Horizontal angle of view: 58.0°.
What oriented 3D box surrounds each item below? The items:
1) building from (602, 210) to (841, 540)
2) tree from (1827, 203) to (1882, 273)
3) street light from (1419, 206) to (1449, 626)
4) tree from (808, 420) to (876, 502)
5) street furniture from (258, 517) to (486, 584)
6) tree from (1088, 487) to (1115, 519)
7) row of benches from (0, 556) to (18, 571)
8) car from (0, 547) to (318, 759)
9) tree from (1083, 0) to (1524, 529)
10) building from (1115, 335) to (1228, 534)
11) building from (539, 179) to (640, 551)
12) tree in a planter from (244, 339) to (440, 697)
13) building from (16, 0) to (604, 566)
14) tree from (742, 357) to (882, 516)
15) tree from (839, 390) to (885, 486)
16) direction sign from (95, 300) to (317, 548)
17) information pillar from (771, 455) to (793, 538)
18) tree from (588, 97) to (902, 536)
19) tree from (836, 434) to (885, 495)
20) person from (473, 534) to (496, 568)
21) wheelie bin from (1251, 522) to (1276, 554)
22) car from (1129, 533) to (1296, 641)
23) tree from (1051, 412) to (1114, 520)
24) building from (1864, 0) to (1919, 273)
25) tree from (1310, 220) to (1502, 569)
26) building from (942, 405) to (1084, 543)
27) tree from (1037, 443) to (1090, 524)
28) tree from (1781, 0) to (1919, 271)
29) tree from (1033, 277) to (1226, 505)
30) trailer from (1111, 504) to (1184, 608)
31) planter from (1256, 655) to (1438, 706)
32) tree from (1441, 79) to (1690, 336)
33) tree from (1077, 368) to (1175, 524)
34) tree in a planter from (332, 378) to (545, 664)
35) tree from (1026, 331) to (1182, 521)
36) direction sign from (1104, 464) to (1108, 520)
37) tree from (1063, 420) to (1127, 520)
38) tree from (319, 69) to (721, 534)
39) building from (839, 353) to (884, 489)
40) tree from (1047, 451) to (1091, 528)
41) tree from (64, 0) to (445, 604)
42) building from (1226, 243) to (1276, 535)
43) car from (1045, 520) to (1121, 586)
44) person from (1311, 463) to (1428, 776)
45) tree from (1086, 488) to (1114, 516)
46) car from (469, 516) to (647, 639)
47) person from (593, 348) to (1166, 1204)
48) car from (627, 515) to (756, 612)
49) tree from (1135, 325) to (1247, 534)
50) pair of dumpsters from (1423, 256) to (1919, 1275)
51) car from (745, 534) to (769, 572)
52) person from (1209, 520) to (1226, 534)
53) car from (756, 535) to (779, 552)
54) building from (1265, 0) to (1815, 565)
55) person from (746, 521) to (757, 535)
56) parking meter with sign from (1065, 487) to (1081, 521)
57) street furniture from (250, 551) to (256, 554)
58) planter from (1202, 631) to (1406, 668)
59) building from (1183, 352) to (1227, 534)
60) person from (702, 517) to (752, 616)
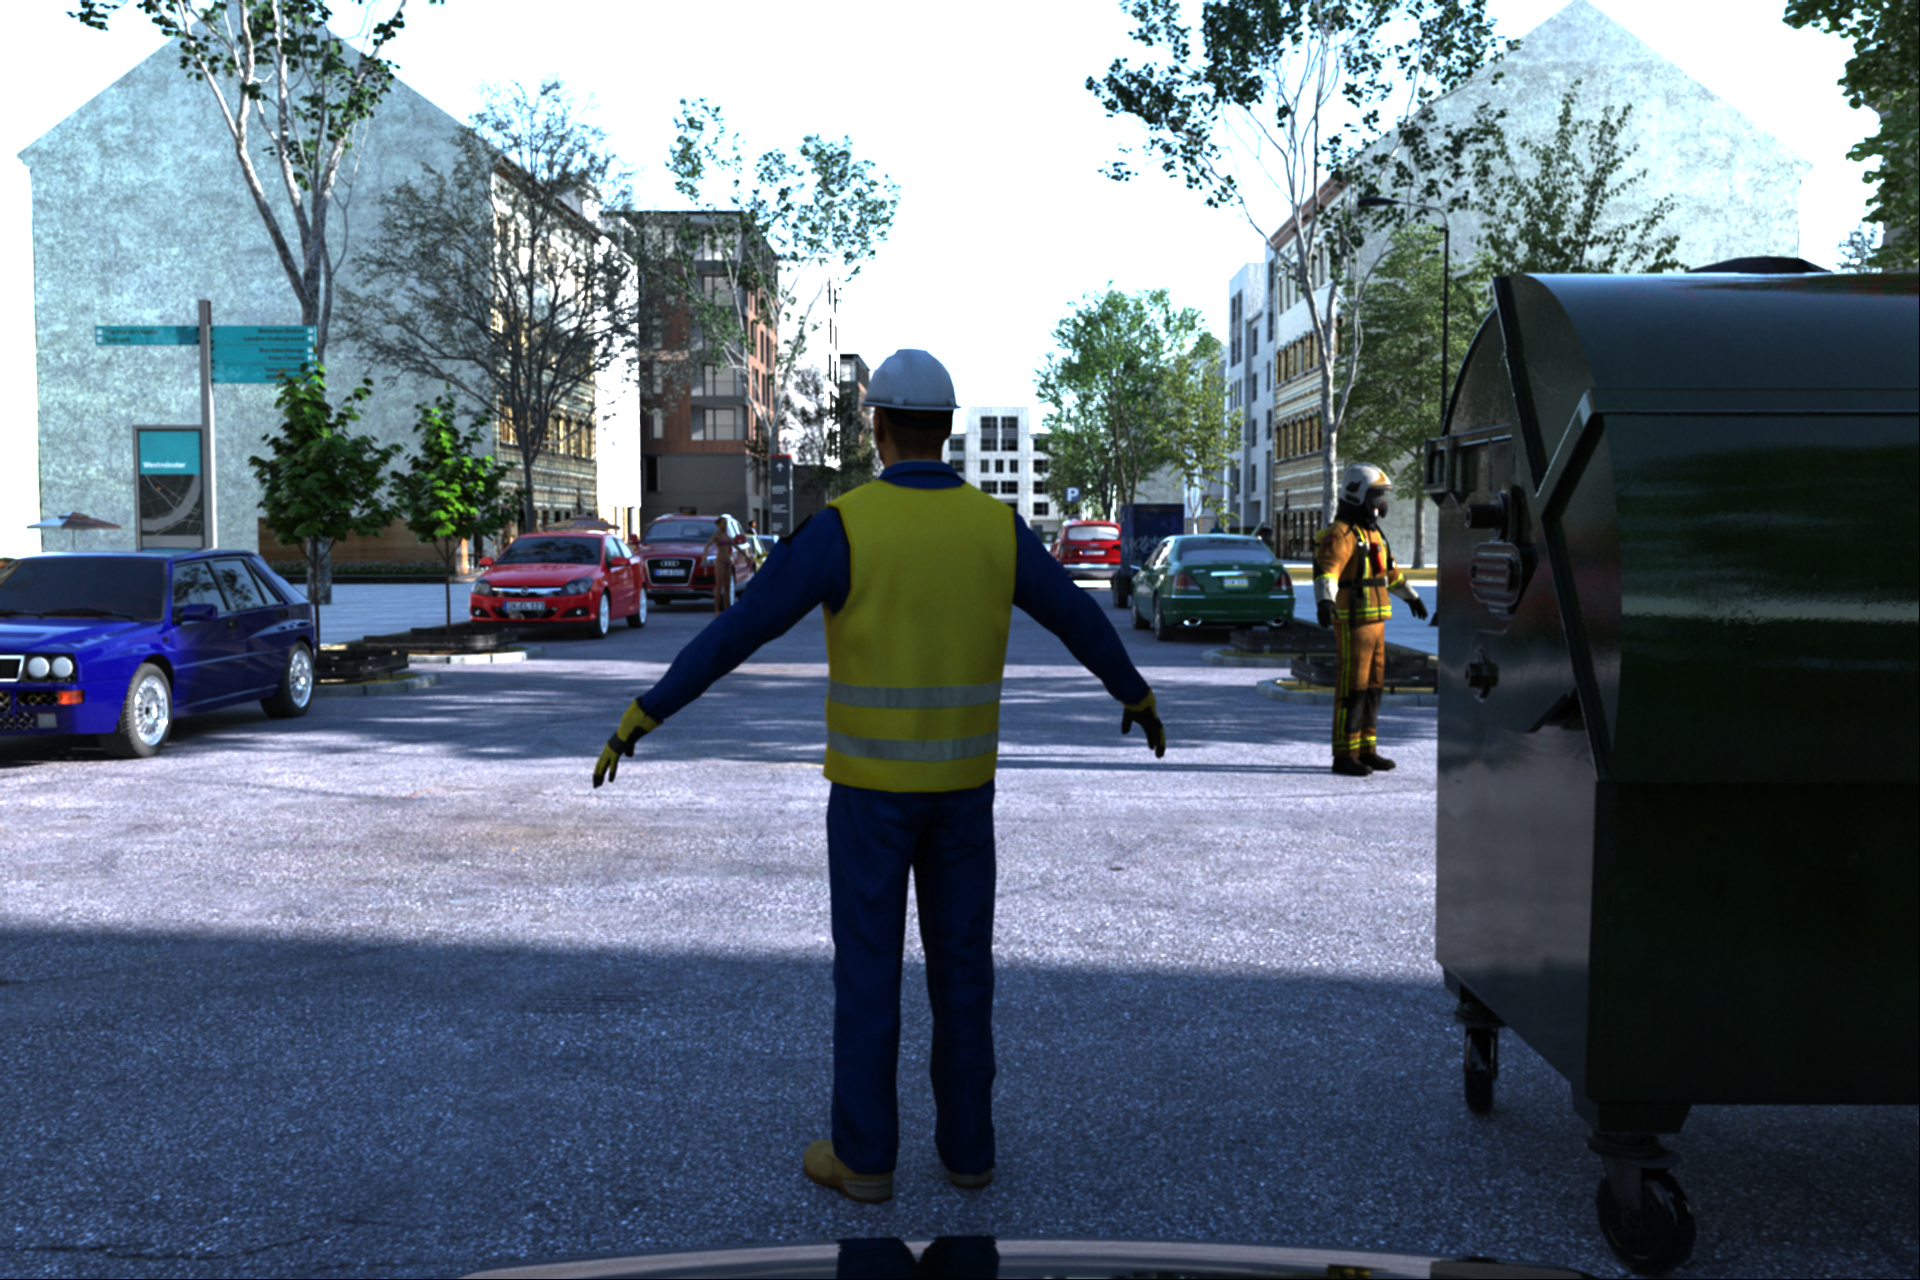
[{"bbox_3d":[-23.897,-17.250,126.012,27.936,21.610,32.646,0,4,1],"label":"building"},{"bbox_3d":[29.073,-8.544,50.061,12.009,13.543,11.850,0,3,0],"label":"tree"},{"bbox_3d":[7.245,-3.146,23.979,1.470,5.913,1.316,0,4,1],"label":"street light"},{"bbox_3d":[-7.688,-9.348,103.209,4.360,8.622,3.978,0,3,0],"label":"tree"},{"bbox_3d":[-17.595,-2.460,47.069,9.812,1.723,11.010,0,4,-6],"label":"street furniture"},{"bbox_3d":[19.803,-17.569,237.619,4.360,8.622,3.978,0,3,0],"label":"tree"},{"bbox_3d":[-26.844,-2.003,48.219,1.422,0.672,4.104,2,4,26],"label":"row of benches"},{"bbox_3d":[-6.019,0.018,12.280,1.945,1.354,3.894,0,4,0],"label":"car"},{"bbox_3d":[8.414,-11.568,45.024,12.611,20.169,13.585,0,3,0],"label":"tree"},{"bbox_3d":[27.970,-22.616,200.705,19.493,23.208,18.063,0,4,1],"label":"building"},{"bbox_3d":[-24.881,-14.516,93.759,16.016,20.090,11.380,0,4,1],"label":"building"},{"bbox_3d":[-5.999,-1.154,16.084,1.991,3.239,1.994,0,4,1],"label":"tree in a planter"},{"bbox_3d":[-27.675,-15.115,78.056,19.493,23.208,18.063,0,4,1],"label":"building"},{"bbox_3d":[-7.918,-9.643,92.078,8.767,10.594,7.601,1,4,18],"label":"tree"},{"bbox_3d":[-7.466,-14.527,147.892,12.009,13.543,11.850,0,3,0],"label":"tree"},{"bbox_3d":[-8.602,-1.936,20.416,2.525,3.948,1.411,0,4,1],"label":"direction sign"},{"bbox_3d":[-5.846,-4.126,56.842,0.750,3.857,0.750,0,4,2],"label":"information pillar"},{"bbox_3d":[-9.594,-13.512,76.811,12.611,20.169,13.585,0,3,0],"label":"tree"},{"bbox_3d":[-7.151,-10.587,123.454,4.737,8.622,4.395,0,3,0],"label":"tree"},{"bbox_3d":[-18.237,-3.635,65.651,0.704,1.802,1.346,3,5,40],"label":"person"},{"bbox_3d":[7.668,-2.209,44.026,0.693,1.594,0.980,0,4,0],"label":"wheelie bin"},{"bbox_3d":[3.531,-0.787,24.661,2.131,1.459,4.920,0,4,-1],"label":"car"},{"bbox_3d":[7.752,-9.281,102.105,4.360,8.622,3.978,0,3,0],"label":"tree"},{"bbox_3d":[26.491,-14.052,27.021,12.463,27.353,25.104,0,4,0],"label":"building"},{"bbox_3d":[16.839,-8.900,63.644,7.486,12.596,7.792,0,3,0],"label":"tree"},{"bbox_3d":[0.921,-22.957,244.261,31.486,18.905,16.747,0,4,-1],"label":"building"},{"bbox_3d":[7.402,-10.662,124.693,4.737,8.622,4.395,0,3,0],"label":"tree"},{"bbox_3d":[9.533,-5.746,12.068,7.486,12.596,7.792,0,3,0],"label":"tree"},{"bbox_3d":[6.771,-8.769,69.123,9.928,11.665,9.643,0,3,0],"label":"tree"},{"bbox_3d":[3.739,-1.679,34.502,1.471,1.999,3.904,0,3,0],"label":"trailer"},{"bbox_3d":[3.690,0.352,15.382,1.991,0.319,1.994,0,4,0],"label":"planter"},{"bbox_3d":[10.008,-4.822,29.205,4.737,8.622,4.395,0,3,0],"label":"tree"},{"bbox_3d":[7.016,-7.680,75.925,4.737,8.622,4.395,0,3,0],"label":"tree"},{"bbox_3d":[-5.941,-1.394,20.018,1.991,3.239,1.994,0,4,2],"label":"tree in a planter"},{"bbox_3d":[7.394,-9.883,87.341,9.928,11.665,9.643,0,3,0],"label":"tree"},{"bbox_3d":[4.733,-3.925,56.165,0.379,3.537,0.876,0,4,-1],"label":"direction sign"},{"bbox_3d":[8.122,-9.654,108.199,4.737,8.622,4.395,0,3,0],"label":"tree"},{"bbox_3d":[-11.546,-8.310,46.245,12.009,13.543,11.850,0,3,0],"label":"tree"},{"bbox_3d":[-21.694,-22.523,212.230,27.936,21.610,32.646,0,4,1],"label":"building"},{"bbox_3d":[8.540,-11.314,135.341,4.737,8.622,4.395,0,3,0],"label":"tree"},{"bbox_3d":[-13.049,-10.674,30.403,12.611,20.169,13.585,0,3,0],"label":"tree"},{"bbox_3d":[26.809,-14.615,105.409,16.747,18.905,31.486,0,4,1],"label":"building"},{"bbox_3d":[3.451,-2.329,46.748,2.281,1.827,5.304,0,4,1],"label":"car"},{"bbox_3d":[2.426,-0.133,10.398,0.705,1.858,1.354,3,4,38],"label":"person"},{"bbox_3d":[20.128,-17.920,243.352,4.360,8.622,3.978,0,3,0],"label":"tree"},{"bbox_3d":[-5.739,-0.979,25.046,2.155,1.783,4.494,0,4,1],"label":"car"},{"bbox_3d":[-0.115,0.282,3.817,1.349,1.833,0.705,-1,4,-21],"label":"person"},{"bbox_3d":[-5.210,-1.533,33.733,2.281,1.827,5.304,0,4,0],"label":"car"},{"bbox_3d":[8.202,-6.738,60.530,4.737,8.622,4.395,0,3,0],"label":"tree"},{"bbox_3d":[3.331,0.068,3.833,4.436,2.255,1.574,0,4,0],"label":"pair of dumpsters"},{"bbox_3d":[-5.463,-1.889,41.111,2.015,1.641,3.980,0,4,1],"label":"car"},{"bbox_3d":[9.863,-3.702,66.656,1.347,1.817,0.704,-1,4,-18],"label":"person"},{"bbox_3d":[-5.565,-2.115,46.584,2.014,1.417,4.499,0,4,1],"label":"car"},{"bbox_3d":[25.381,-15.257,80.376,19.493,23.208,18.063,0,4,0],"label":"building"},{"bbox_3d":[-7.105,-3.252,59.898,0.721,1.740,1.216,1,4,21],"label":"person"},{"bbox_3d":[4.161,-4.111,63.482,0.543,3.016,1.738,0,4,1],"label":"parking meter with sign"},{"bbox_3d":[-29.835,-2.777,61.035,10.072,0.657,5.734,0,4,-7],"label":"street furniture"},{"bbox_3d":[3.776,0.099,19.529,1.991,0.319,1.994,0,3,0],"label":"planter"},{"bbox_3d":[28.249,-19.664,177.919,16.016,20.090,11.380,0,4,1],"label":"building"},{"bbox_3d":[-4.071,-1.276,30.123,0.721,1.733,1.217,2,4,35],"label":"person"}]
